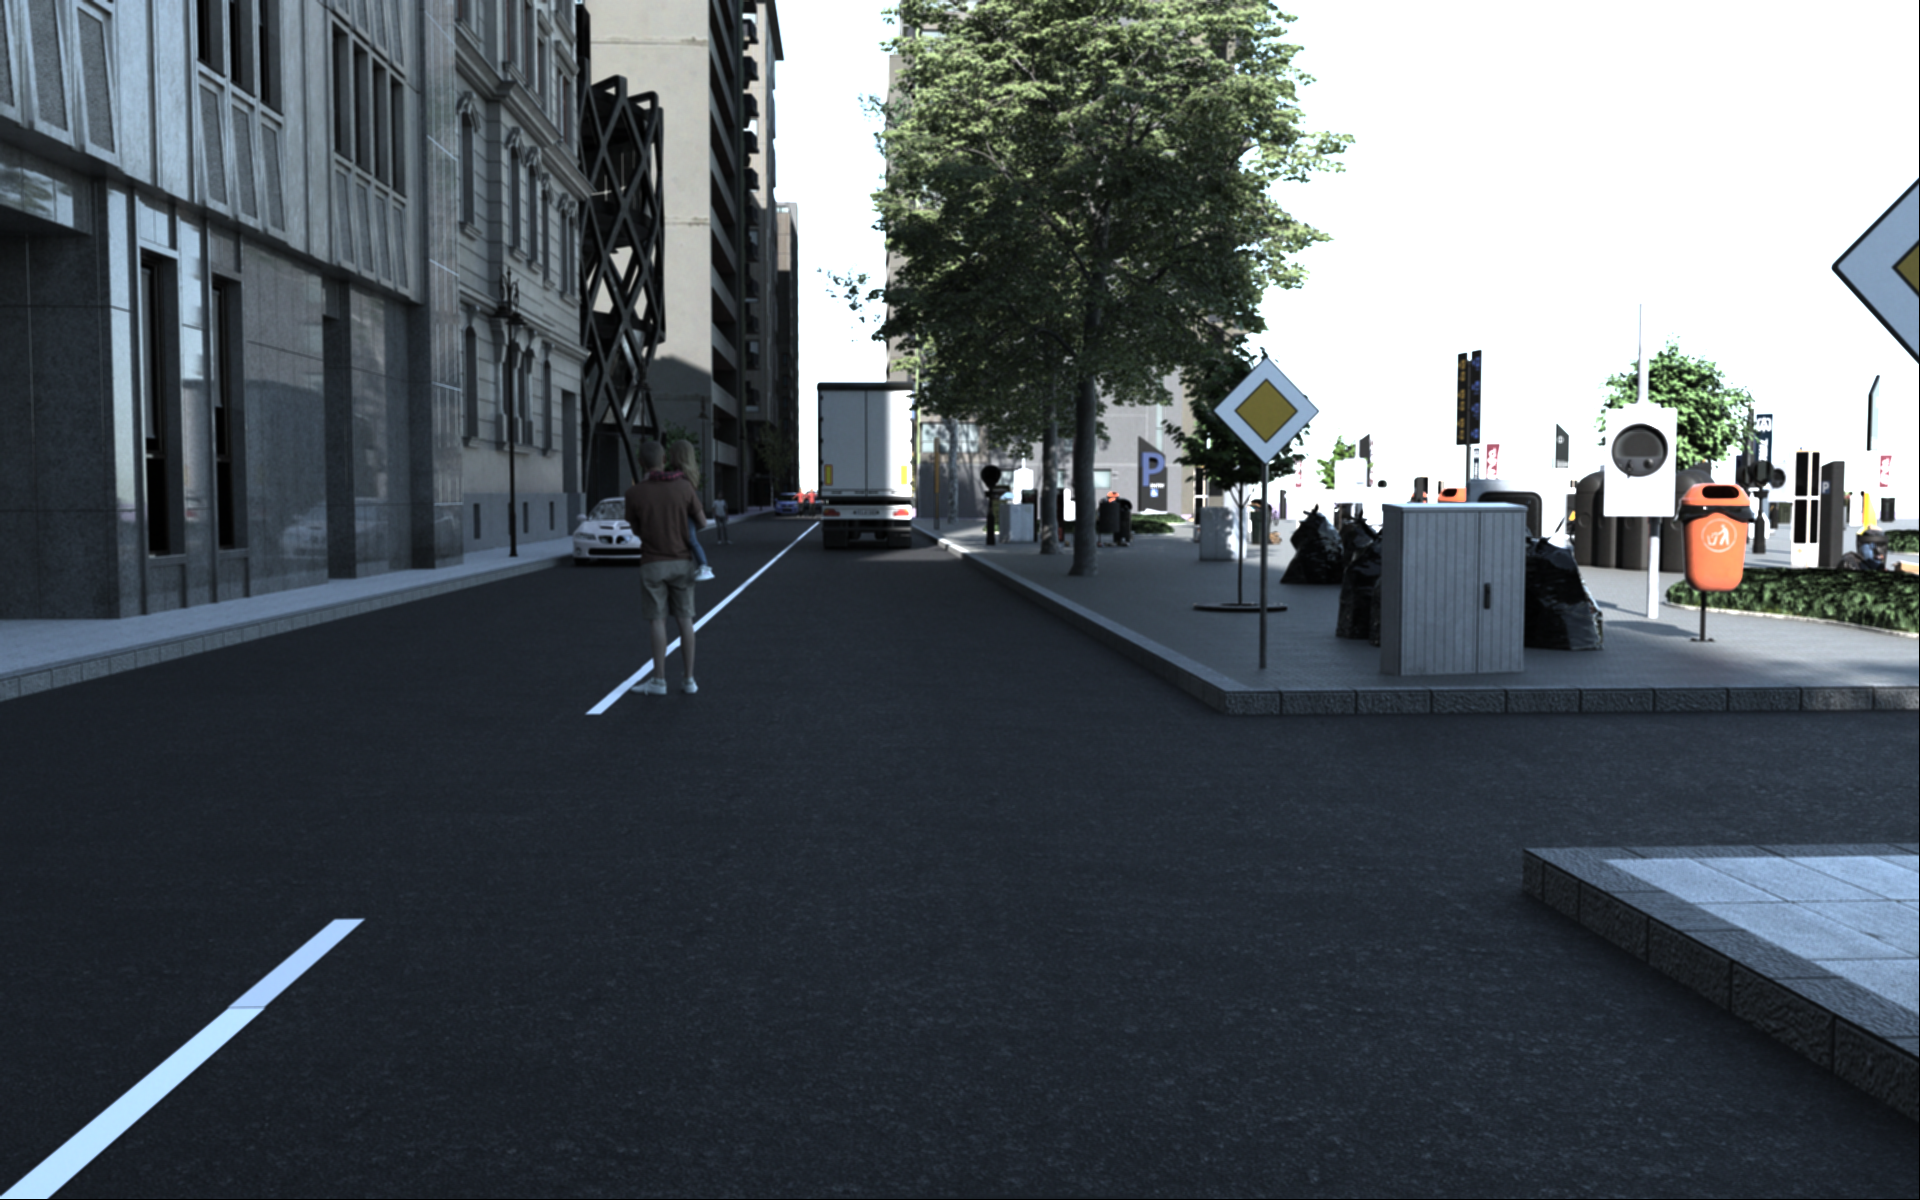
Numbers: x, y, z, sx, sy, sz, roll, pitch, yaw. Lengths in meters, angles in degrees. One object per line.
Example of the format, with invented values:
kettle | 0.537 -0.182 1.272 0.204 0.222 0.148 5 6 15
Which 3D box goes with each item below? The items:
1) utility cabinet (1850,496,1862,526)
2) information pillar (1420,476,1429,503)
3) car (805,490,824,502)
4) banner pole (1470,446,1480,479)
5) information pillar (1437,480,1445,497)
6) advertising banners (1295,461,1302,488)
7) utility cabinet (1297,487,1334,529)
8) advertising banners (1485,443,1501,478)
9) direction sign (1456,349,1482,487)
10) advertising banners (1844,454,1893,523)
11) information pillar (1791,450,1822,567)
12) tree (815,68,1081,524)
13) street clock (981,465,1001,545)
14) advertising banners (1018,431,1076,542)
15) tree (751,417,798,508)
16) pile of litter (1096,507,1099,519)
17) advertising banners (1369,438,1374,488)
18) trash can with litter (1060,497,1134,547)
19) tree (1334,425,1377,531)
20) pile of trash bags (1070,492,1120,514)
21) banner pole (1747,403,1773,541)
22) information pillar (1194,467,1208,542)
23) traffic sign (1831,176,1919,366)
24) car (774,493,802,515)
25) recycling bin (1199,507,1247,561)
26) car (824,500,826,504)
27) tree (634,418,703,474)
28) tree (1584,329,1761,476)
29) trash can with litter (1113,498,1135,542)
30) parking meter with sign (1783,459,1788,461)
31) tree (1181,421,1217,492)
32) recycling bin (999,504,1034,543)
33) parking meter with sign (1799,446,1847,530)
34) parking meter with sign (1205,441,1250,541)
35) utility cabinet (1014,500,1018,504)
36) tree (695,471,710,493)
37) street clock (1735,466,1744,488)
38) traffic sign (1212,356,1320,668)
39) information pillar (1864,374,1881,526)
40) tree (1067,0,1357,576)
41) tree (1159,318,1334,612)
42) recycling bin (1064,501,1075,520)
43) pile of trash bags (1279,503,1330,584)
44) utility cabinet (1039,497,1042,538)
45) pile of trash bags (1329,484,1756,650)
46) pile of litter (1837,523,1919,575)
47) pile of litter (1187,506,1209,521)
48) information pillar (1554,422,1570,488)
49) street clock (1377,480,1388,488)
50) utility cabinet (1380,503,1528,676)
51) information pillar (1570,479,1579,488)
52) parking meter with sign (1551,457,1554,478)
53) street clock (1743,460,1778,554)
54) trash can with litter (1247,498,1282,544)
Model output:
utility cabinet | 36.734 -3.659 70.992 0.306 1.237 1.020 3 4 36
information pillar | 18.796 -4.011 70.068 0.304 2.012 0.304 0 4 2
car | -14.636 -10.067 173.272 2.281 1.827 5.304 0 4 -5
banner pole | 24.505 -5.663 82.613 0.401 3.779 0.863 -2 4 -24
information pillar | 24.905 -5.212 89.701 0.304 2.012 0.304 -3 5 -44
advertising banners | 15.536 -4.922 76.661 2.074 3.025 0.090 -2 4 -28
utility cabinet | 11.385 -2.865 55.522 1.173 1.500 0.318 3 5 42
advertising banners | 17.737 -3.908 60.080 2.074 3.025 0.090 3 5 42
direction sign | 8.079 -2.175 27.560 0.379 3.537 0.876 0 4 -8
advertising banners | 40.239 -4.939 76.948 2.074 3.025 0.090 1 4 23
information pillar | 14.096 -1.490 28.853 0.304 2.012 0.304 -2 4 -31
tree | 0.130 -13.453 75.846 12.611 20.169 13.585 0 3 0
street clock | 0.773 -2.383 43.526 0.471 2.002 0.358 -1 4 -11
advertising banners | 2.549 -3.080 46.542 2.074 3.025 0.090 -1 4 -17
tree | -17.519 -13.039 163.557 4.737 8.622 4.395 0 3 0
pile of litter | 5.863 -3.450 70.367 1.719 0.858 1.176 0 4 8
advertising banners | 13.350 -3.618 55.344 0.090 3.025 2.074 2 4 29
trash can with litter | 3.276 -1.927 42.561 2.233 1.210 1.678 0 4 -4
tree | 10.682 -3.321 48.894 1.663 3.219 1.824 0 3 0
pile of trash bags | 6.108 -4.525 83.738 3.447 1.369 1.912 -1 4 -21
banner pole | 21.811 -3.510 47.401 0.401 3.779 0.863 -3 5 -43
information pillar | 6.402 -2.540 46.014 0.304 2.012 0.304 2 4 28
traffic sign | 2.729 -0.067 4.737 0.795 2.450 0.064 0 4 -4
car | -11.661 -6.629 117.970 1.945 1.707 3.694 0 4 -2
recycling bin | 5.107 -1.288 33.620 0.722 1.027 0.722 2 4 30
car | -15.031 -10.466 183.127 2.014 1.417 4.499 0 4 -4
tree | -12.598 -5.578 74.913 4.285 4.588 4.351 0 3 0
tree | 14.042 -3.106 34.502 4.285 4.588 4.351 0 3 0
trash can with litter | 4.289 -2.115 45.975 0.624 1.170 1.055 1 4 15
parking meter with sign | 41.516 -5.457 85.478 0.543 3.016 1.738 -2 4 -26
tree | 9.660 -4.823 62.574 4.285 4.588 4.351 0 3 0
recycling bin | 1.487 -2.031 45.758 0.722 1.027 0.722 -1 4 -22
parking meter with sign | 31.140 -4.047 62.426 0.543 3.016 1.738 -2 4 -24
parking meter with sign | 7.554 -3.118 47.238 1.738 3.016 0.543 1 4 15
utility cabinet | 2.970 -4.547 83.018 0.318 1.500 1.173 2 4 28
tree | -13.227 -5.585 85.913 1.663 3.219 1.824 0 3 0
street clock | 20.282 -2.459 44.775 0.471 2.002 0.358 -1 4 -22
traffic sign | 2.230 -0.554 12.707 0.795 2.450 0.064 0 4 -4
information pillar | 17.777 -2.594 33.760 0.183 3.616 0.504 3 5 44
tree | 2.385 -6.667 27.126 7.486 12.596 7.792 0 3 0
tree | 2.989 -1.501 19.145 1.663 3.219 1.824 0 3 0
recycling bin | 3.752 -2.920 60.299 0.722 1.027 0.722 -1 4 -13
pile of trash bags | 6.004 -0.875 24.058 1.912 1.369 3.447 -2 4 -24
utility cabinet | 2.650 -2.405 50.486 0.306 1.237 1.020 2 4 27
pile of trash bags | 5.056 -0.323 15.038 3.447 1.369 1.912 0 4 8
pile of litter | 13.365 -0.669 24.902 1.719 0.858 1.176 -1 4 -12
pile of litter | 11.719 -4.230 83.125 1.719 0.858 1.176 1 4 23
information pillar | 19.712 -4.002 56.780 0.504 3.616 0.183 -1 4 -11
street clock | 21.197 -5.040 86.972 0.471 2.002 0.358 -1 4 -18
utility cabinet | 3.551 -0.079 12.458 1.020 1.237 0.306 -1 4 -16
information pillar | 30.588 -5.005 86.322 0.304 2.012 0.304 -1 4 -15
parking meter with sign | 27.005 -5.218 81.574 1.738 3.016 0.543 1 4 17
street clock | 17.234 -2.002 37.298 0.471 2.002 0.358 0 4 -3
trash can with litter | 7.781 -2.017 44.357 0.624 1.170 1.055 3 5 39
